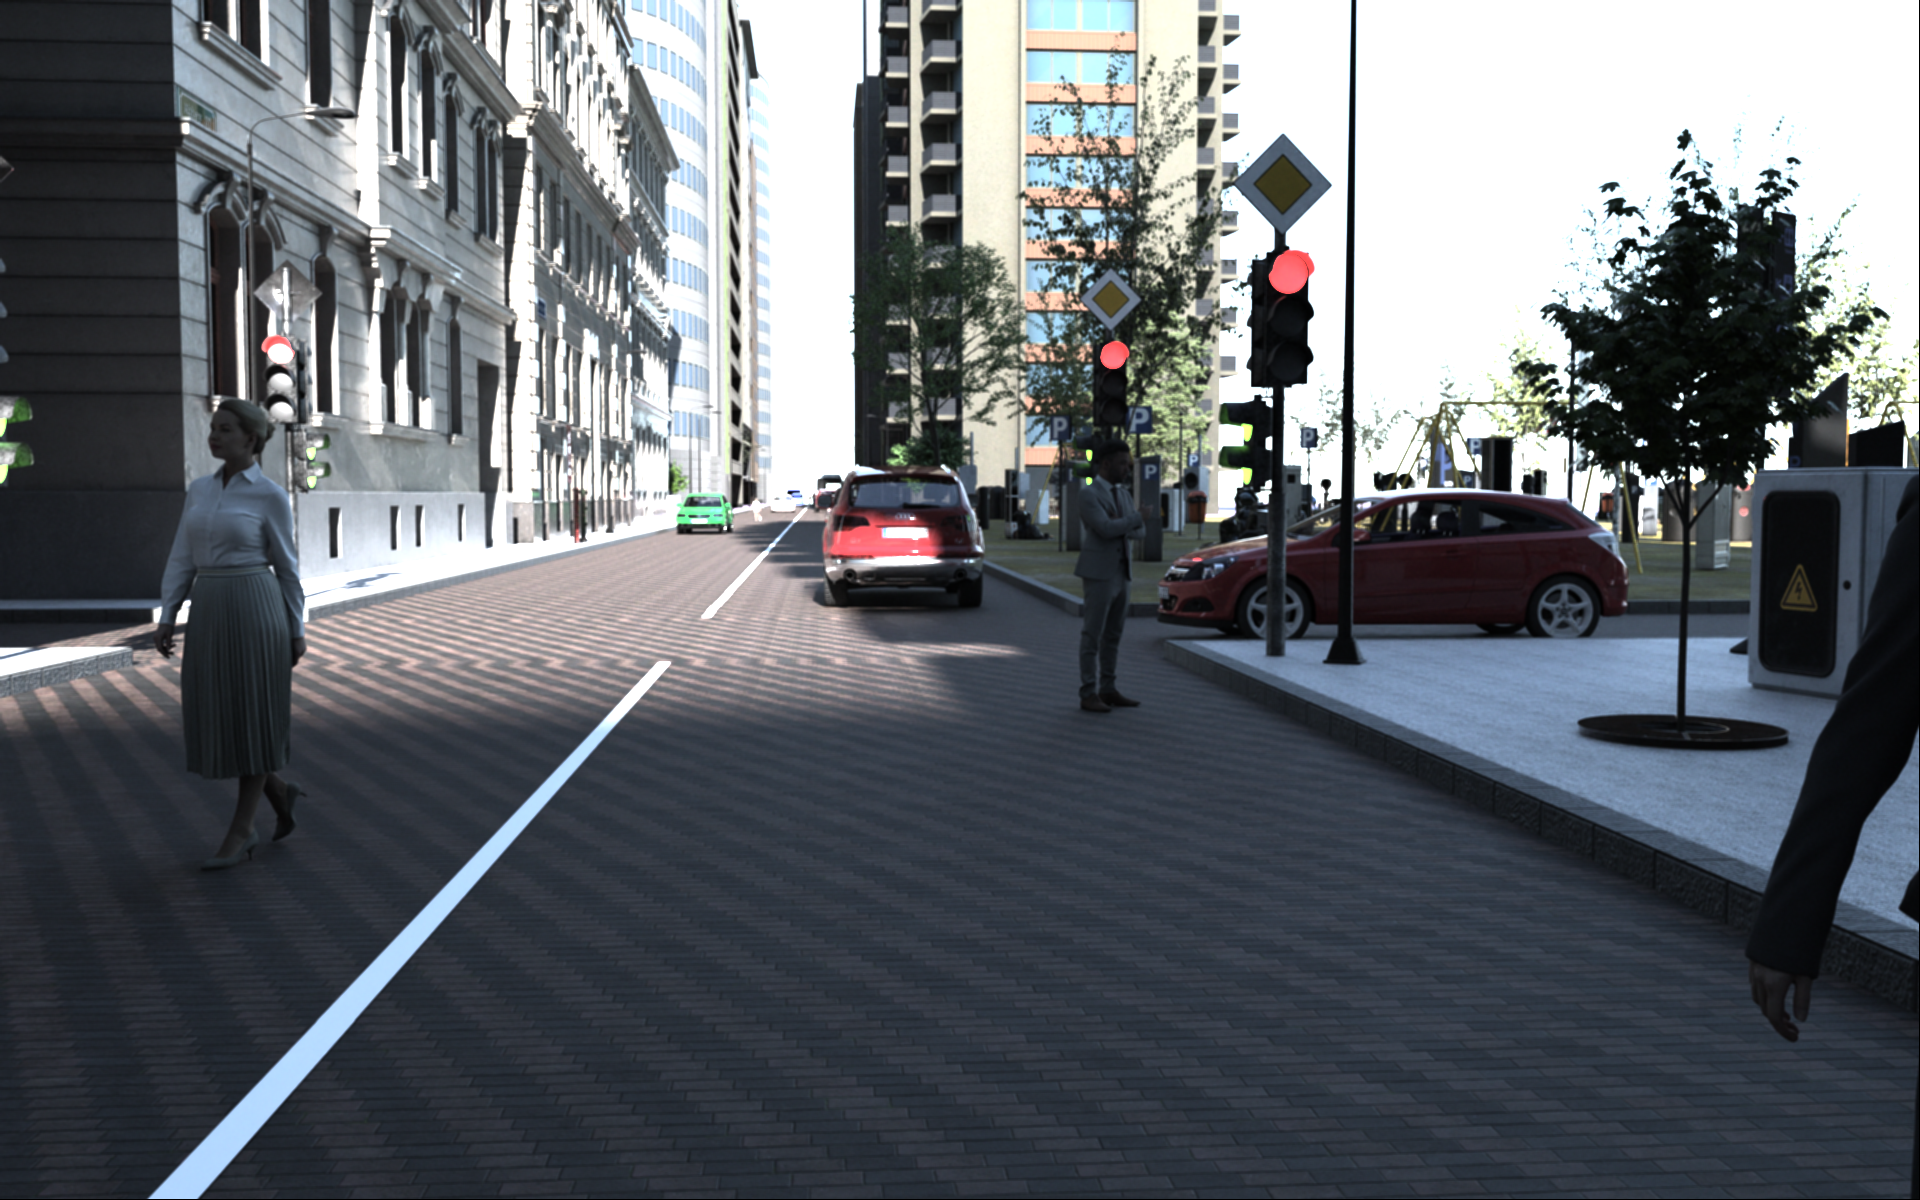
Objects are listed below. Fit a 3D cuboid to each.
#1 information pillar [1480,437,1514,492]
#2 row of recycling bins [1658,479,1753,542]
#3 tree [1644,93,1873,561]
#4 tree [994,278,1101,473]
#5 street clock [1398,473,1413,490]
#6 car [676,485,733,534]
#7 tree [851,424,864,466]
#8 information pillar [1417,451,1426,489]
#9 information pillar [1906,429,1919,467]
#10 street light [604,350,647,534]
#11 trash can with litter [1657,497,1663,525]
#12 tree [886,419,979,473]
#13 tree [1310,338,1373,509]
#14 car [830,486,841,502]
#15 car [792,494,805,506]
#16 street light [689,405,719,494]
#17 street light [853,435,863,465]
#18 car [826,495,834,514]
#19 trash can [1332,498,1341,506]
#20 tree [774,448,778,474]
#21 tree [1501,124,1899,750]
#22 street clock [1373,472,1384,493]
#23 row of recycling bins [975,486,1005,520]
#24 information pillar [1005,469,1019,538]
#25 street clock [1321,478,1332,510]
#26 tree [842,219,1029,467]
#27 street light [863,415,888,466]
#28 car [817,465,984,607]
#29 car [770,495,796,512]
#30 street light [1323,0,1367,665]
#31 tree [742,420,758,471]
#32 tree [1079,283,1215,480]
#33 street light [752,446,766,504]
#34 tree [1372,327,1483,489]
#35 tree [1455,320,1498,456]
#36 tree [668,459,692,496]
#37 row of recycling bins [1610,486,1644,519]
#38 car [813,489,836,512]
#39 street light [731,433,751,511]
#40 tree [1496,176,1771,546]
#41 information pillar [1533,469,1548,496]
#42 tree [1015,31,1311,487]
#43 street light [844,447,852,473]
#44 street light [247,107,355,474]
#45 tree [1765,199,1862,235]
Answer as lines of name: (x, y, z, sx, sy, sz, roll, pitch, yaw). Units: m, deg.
information pillar: (6.903, -1.090, 22.314, 0.304, 2.012, 0.304, -1, 4, -9)
row of recycling bins: (20.531, -2.422, 46.709, 3.534, 1.692, 1.069, -1, 4, -15)
tree: (14.876, -5.050, 32.931, 4.360, 8.622, 3.978, 0, 3, 0)
tree: (3.516, -6.587, 58.056, 4.737, 8.622, 4.395, 0, 3, 0)
street clock: (15.161, -3.331, 59.026, 0.471, 2.002, 0.358, 0, 4, -3)
car: (-9.324, -3.339, 63.391, 1.959, 1.807, 4.718, 0, 4, -3)
tree: (-9.335, -14.059, 180.231, 4.360, 8.622, 3.978, 0, 3, 0)
information pillar: (25.295, -6.342, 95.038, 0.504, 3.616, 0.183, 0, 4, 5)
information pillar: (34.140, -4.324, 62.058, 0.504, 3.616, 0.183, 0, 4, -8)
street light: (-10.784, -5.095, 55.840, 1.470, 5.913, 1.316, 0, 4, -5)
trash can with litter: (29.307, -3.741, 72.548, 0.624, 1.170, 1.055, 3, 5, 43)
tree: (-0.897, -5.595, 75.191, 4.285, 4.588, 4.351, 0, 3, 0)
tree: (17.041, -8.043, 81.861, 4.360, 8.622, 3.978, 0, 3, 0)
car: (-5.129, -4.502, 82.283, 2.281, 1.827, 5.304, 0, 4, -5)
car: (-18.967, -11.744, 201.604, 1.945, 1.707, 3.694, 0, 4, -6)
street light: (-13.587, -7.231, 90.772, 1.470, 5.913, 1.316, 0, 4, -5)
street light: (-7.606, -10.071, 137.209, 1.470, 5.913, 1.316, 0, 4, -5)
car: (-7.970, -6.302, 115.399, 2.083, 1.381, 4.827, 0, 4, -5)
trash can: (12.917, -2.863, 58.467, 0.748, 1.137, 0.748, 0, 3, 0)
tree: (-28.508, -18.640, 255.121, 4.360, 8.622, 3.978, 0, 3, 0)
tree: (3.842, -0.894, 9.223, 1.663, 3.219, 1.824, 0, 3, 0)
street clock: (13.987, -3.260, 57.875, 0.358, 2.002, 0.471, 3, 4, 36)
row of recycling bins: (1.810, -4.981, 88.558, 1.069, 1.692, 3.534, -2, 4, -27)
information pillar: (1.530, -2.851, 51.099, 0.304, 2.012, 0.304, -2, 4, -31)
street clock: (16.790, -4.575, 79.371, 0.471, 2.002, 0.358, 3, 5, 44)
tree: (-0.968, -8.607, 66.473, 9.928, 11.665, 9.643, 0, 3, 0)
street light: (-4.801, -7.904, 101.768, 1.470, 5.913, 1.316, 0, 4, -5)
car: (-0.819, -0.910, 23.560, 2.281, 1.827, 5.304, 0, 4, -3)
car: (-14.017, -7.644, 137.339, 2.083, 1.381, 4.827, 0, 4, -5)
street light: (2.391, -2.473, 12.973, 1.470, 5.913, 1.316, 0, 4, -5)
tree: (-22.069, -13.481, 170.775, 4.360, 8.622, 3.978, 0, 3, 0)
tree: (10.160, -10.731, 93.581, 7.486, 12.596, 7.792, 0, 3, 0)
street light: (-19.849, -11.941, 167.770, 1.470, 5.913, 1.316, 0, 4, -5)
tree: (21.266, -7.732, 76.780, 4.360, 8.622, 3.978, 0, 3, 0)
tree: (20.833, -6.881, 62.865, 4.737, 8.622, 4.395, 0, 3, 0)
tree: (-15.549, -6.141, 95.007, 1.663, 3.219, 1.824, 0, 3, 0)
row of recycling bins: (34.764, -4.930, 87.717, 3.534, 1.692, 1.069, 2, 4, 32)
car: (-10.479, -7.859, 137.163, 2.281, 1.827, 5.304, 0, 4, -6)
street light: (-16.909, -9.766, 132.217, 1.470, 5.913, 1.316, 0, 4, -5)
tree: (15.901, -5.555, 41.188, 4.737, 8.622, 4.395, 0, 3, 0)
information pillar: (17.257, -2.876, 51.517, 0.304, 2.012, 0.304, -3, 4, -38)
tree: (2.793, -4.794, 28.739, 4.360, 8.622, 3.978, 0, 3, 0)
street light: (-10.603, -12.249, 172.805, 1.470, 5.913, 1.316, 0, 4, -5)
street light: (-7.959, -2.958, 20.910, 1.470, 5.913, 1.316, 0, 4, -5)
tree: (20.564, -5.637, 42.524, 4.737, 8.622, 4.395, 0, 3, 0)
